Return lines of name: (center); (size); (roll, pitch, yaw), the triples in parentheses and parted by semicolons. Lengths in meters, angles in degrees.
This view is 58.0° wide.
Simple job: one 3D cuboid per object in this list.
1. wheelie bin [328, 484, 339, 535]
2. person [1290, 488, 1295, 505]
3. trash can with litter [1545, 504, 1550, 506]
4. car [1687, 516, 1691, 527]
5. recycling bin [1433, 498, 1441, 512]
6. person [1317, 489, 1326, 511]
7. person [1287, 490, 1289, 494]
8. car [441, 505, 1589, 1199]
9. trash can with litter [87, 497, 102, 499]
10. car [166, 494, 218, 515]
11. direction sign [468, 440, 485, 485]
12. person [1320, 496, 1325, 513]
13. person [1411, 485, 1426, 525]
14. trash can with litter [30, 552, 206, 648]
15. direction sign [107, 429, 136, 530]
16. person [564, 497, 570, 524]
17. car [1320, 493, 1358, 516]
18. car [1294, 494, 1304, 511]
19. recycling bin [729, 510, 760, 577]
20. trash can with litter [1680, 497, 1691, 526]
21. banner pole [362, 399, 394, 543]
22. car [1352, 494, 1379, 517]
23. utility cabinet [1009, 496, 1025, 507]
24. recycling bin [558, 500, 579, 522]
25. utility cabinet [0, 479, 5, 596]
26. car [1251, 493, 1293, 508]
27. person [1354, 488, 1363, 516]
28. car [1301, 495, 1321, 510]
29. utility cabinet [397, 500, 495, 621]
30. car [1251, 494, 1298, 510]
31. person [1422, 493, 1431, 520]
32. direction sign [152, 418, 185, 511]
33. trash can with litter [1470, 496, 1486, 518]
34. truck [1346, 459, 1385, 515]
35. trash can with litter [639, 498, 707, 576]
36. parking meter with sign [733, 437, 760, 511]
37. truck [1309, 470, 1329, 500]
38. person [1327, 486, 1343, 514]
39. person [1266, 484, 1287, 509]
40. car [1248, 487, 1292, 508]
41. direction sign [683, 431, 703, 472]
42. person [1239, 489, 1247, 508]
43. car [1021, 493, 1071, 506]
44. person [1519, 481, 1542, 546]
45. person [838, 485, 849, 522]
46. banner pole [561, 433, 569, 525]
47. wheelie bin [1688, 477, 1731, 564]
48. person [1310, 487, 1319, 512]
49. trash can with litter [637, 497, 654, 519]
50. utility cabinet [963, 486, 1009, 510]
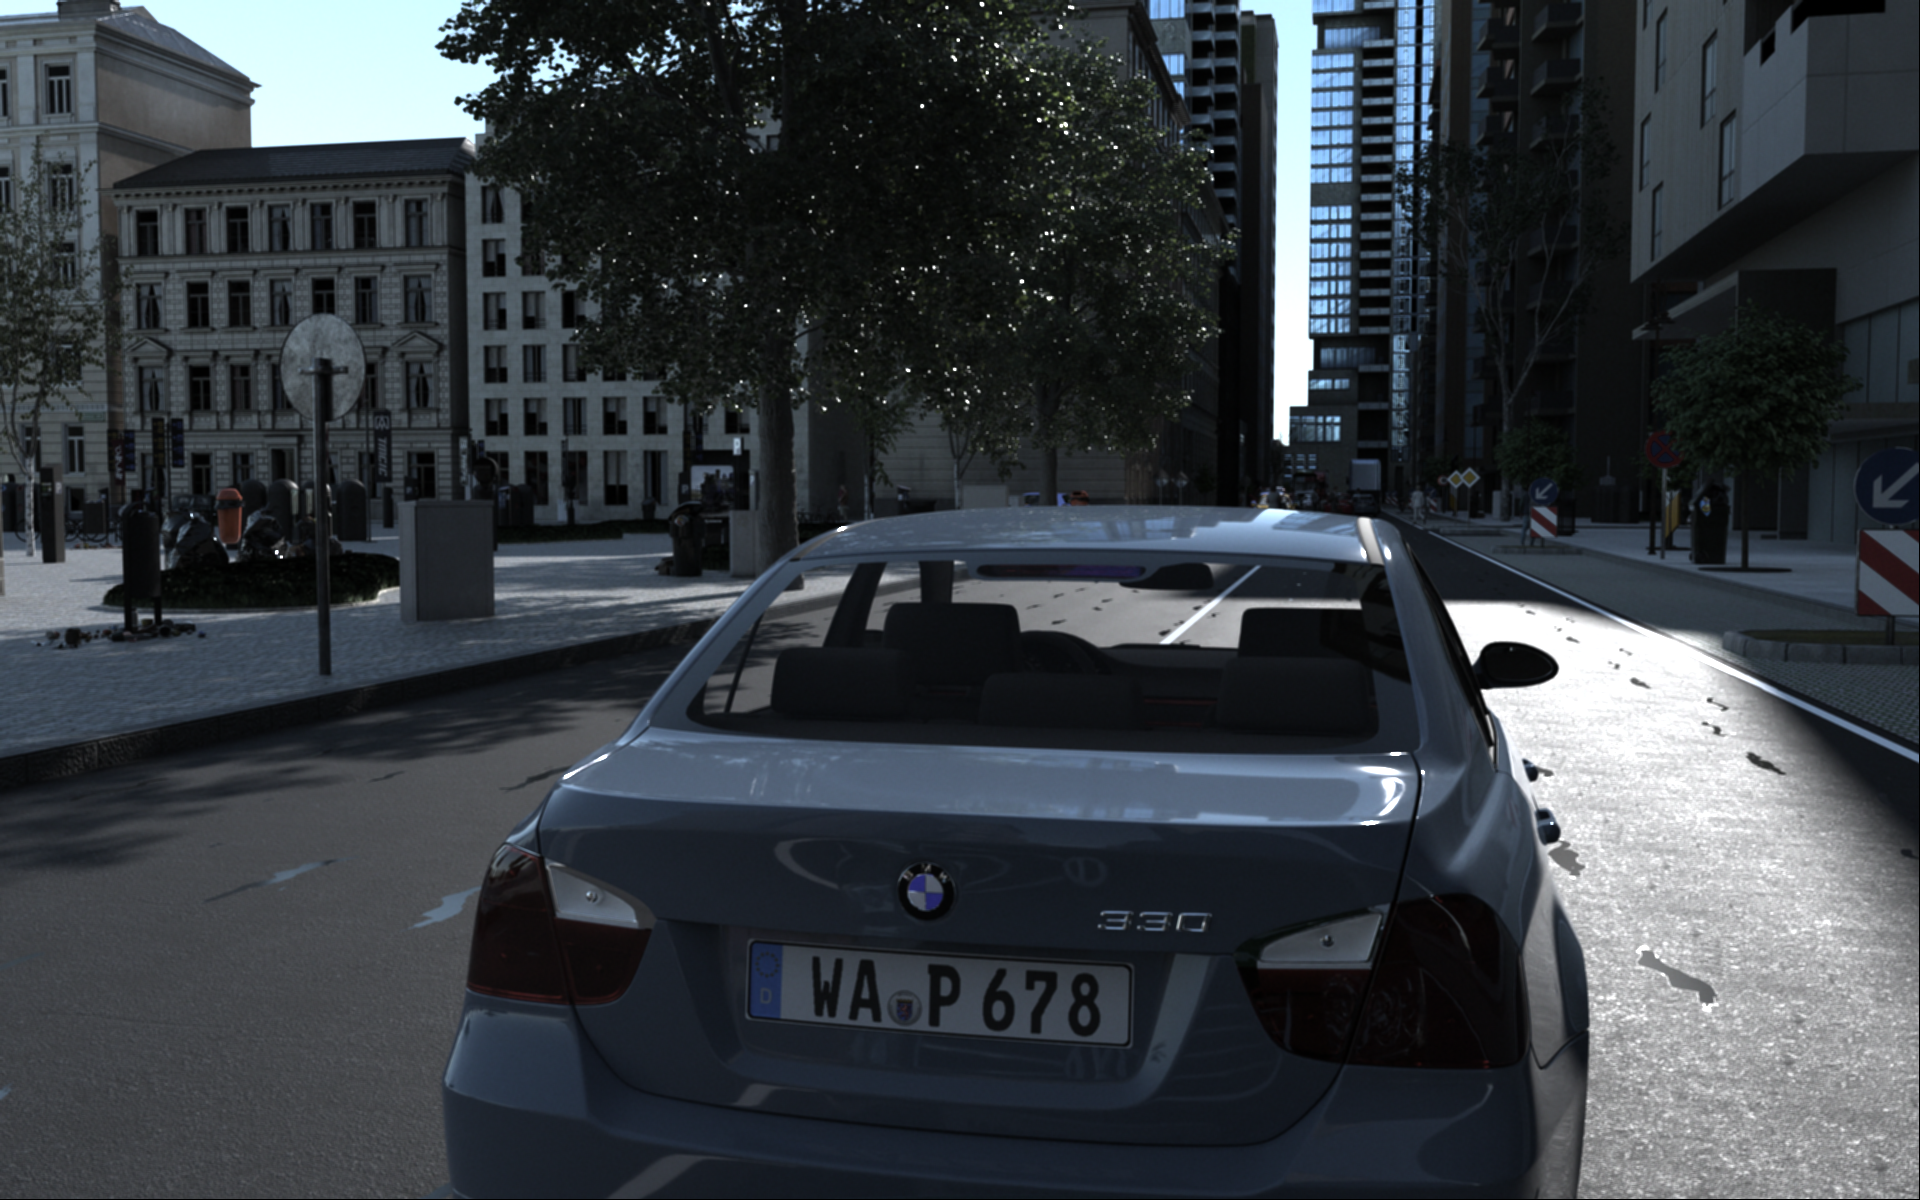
wheelie bin: (-19.727, -2.858, 54.636); (0.980, 1.594, 0.693); (1, 4, 10)
person: (20.552, -6.047, 107.375); (0.388, 1.821, 0.555); (-2, 4, -26)
trash can with litter: (18.784, -2.727, 55.975); (0.624, 1.170, 1.055); (1, 4, 13)
car: (30.493, -3.306, 66.413); (4.827, 1.381, 2.083); (1, 4, 14)
recycling bin: (33.674, -6.738, 122.715); (0.722, 1.027, 0.722); (1, 4, 8)
person: (30.925, -8.575, 148.646); (1.348, 1.831, 0.705); (-2, 4, -24)
person: (27.343, -8.292, 144.349); (0.850, 1.792, 0.678); (1, 4, 12)
car: (0.472, 0.470, 4.311); (2.014, 1.417, 4.499); (1, 4, 14)
trash can with litter: (-20.011, -1.830, 40.985); (2.233, 1.210, 1.678); (-3, 5, -40)
car: (-33.924, -4.208, 78.580); (4.222, 1.686, 2.009); (1, 4, 11)
direction sign: (-20.272, -4.935, 72.690); (0.876, 3.537, 0.379); (2, 4, 29)
person: (20.096, -5.106, 96.229); (0.590, 1.304, 0.306); (-2, 4, -30)
person: (21.233, -4.390, 80.158); (0.514, 1.842, 0.818); (-2, 4, -26)
trash can with litter: (-7.601, -0.267, 15.425); (1.678, 1.210, 2.233); (0, 4, 4)
direction sign: (-29.332, -4.198, 60.641); (0.876, 3.537, 0.379); (-1, 4, -16)
person: (-17.344, -3.917, 76.826); (0.394, 1.301, 0.425); (1, 4, 19)
car: (22.124, -5.636, 101.195); (2.155, 1.783, 4.494); (1, 4, 14)
car: (23.504, -6.946, 123.357); (2.009, 1.686, 4.222); (1, 4, 13)
recycling bin: (-3.226, -0.884, 27.013); (0.722, 1.027, 0.722); (-1, 4, -9)
trash can with litter: (29.642, -3.608, 70.372); (0.624, 1.170, 1.055); (0, 4, 0)
banner pole: (-15.452, -3.418, 45.901); (0.863, 3.779, 0.401); (0, 4, -4)
car: (25.125, -5.873, 108.025); (2.014, 1.417, 4.499); (1, 4, 14)
utility cabinet: (2.067, -3.315, 65.359); (0.306, 1.237, 1.020); (-2, 4, -29)
recycling bin: (-17.999, -4.102, 79.626); (0.722, 1.027, 0.722); (2, 4, 25)
utility cabinet: (-12.082, -0.747, 20.896); (0.318, 1.500, 1.173); (1, 4, 10)
car: (14.686, -4.396, 81.460); (1.945, 1.707, 3.694); (1, 4, 12)
person: (26.005, -6.415, 113.479); (0.850, 1.850, 0.679); (3, 4, 36)
car: (31.071, -8.615, 153.215); (2.083, 1.381, 4.827); (1, 4, 11)
utility cabinet: (-5.310, -0.414, 17.923); (0.306, 1.237, 1.020); (2, 4, 33)
car: (14.031, -4.092, 77.128); (2.015, 1.641, 3.980); (1, 4, 13)
person: (25.307, -5.060, 93.830); (0.503, 1.515, 0.523); (3, 5, 40)
direction sign: (-23.538, -3.642, 51.546); (0.876, 3.537, 0.379); (-3, 5, -39)
trash can with litter: (27.500, -4.932, 92.028); (0.624, 1.170, 1.055); (-2, 4, -29)
truck: (29.803, -8.463, 128.122); (2.967, 4.110, 18.799); (1, 4, 14)
trash can with litter: (-4.452, -0.969, 27.223); (0.624, 1.170, 1.055); (-3, 5, -43)
parking meter with sign: (-6.133, -3.517, 53.763); (1.738, 3.016, 0.543); (-2, 4, -35)
truck: (41.508, -13.012, 201.658); (2.839, 4.237, 11.283); (1, 4, 14)
person: (19.456, -4.997, 90.167); (0.822, 1.834, 0.622); (3, 5, 39)
person: (10.840, -3.076, 59.144); (0.716, 1.782, 0.532); (2, 4, 29)
car: (16.626, -5.134, 92.618); (2.281, 1.827, 5.304); (1, 4, 14)
direction sign: (-9.592, -4.299, 62.283); (0.379, 3.537, 0.876); (3, 5, 43)
person: (15.661, -5.290, 95.993); (0.522, 1.701, 0.512); (-3, 4, -36)
car: (2.970, -3.773, 71.276); (3.694, 1.707, 1.945); (1, 4, 14)
person: (14.983, -2.237, 45.428); (0.623, 1.781, 0.721); (1, 4, 21)
person: (-4.876, -3.927, 72.679); (0.580, 1.828, 0.573); (3, 5, 44)
banner pole: (-16.201, -4.959, 71.101); (0.401, 3.779, 0.863); (1, 4, 8)
wheelie bin: (13.766, -1.461, 31.793); (0.693, 1.594, 0.980); (1, 4, 14)
person: (21.523, -5.932, 105.336); (0.661, 1.843, 0.795); (-3, 5, -42)
trash can with litter: (-12.776, -3.617, 70.522); (0.624, 1.170, 1.055); (2, 4, 24)
utility cabinet: (0.675, -2.235, 45.223); (1.173, 1.500, 0.318); (1, 4, 15)
